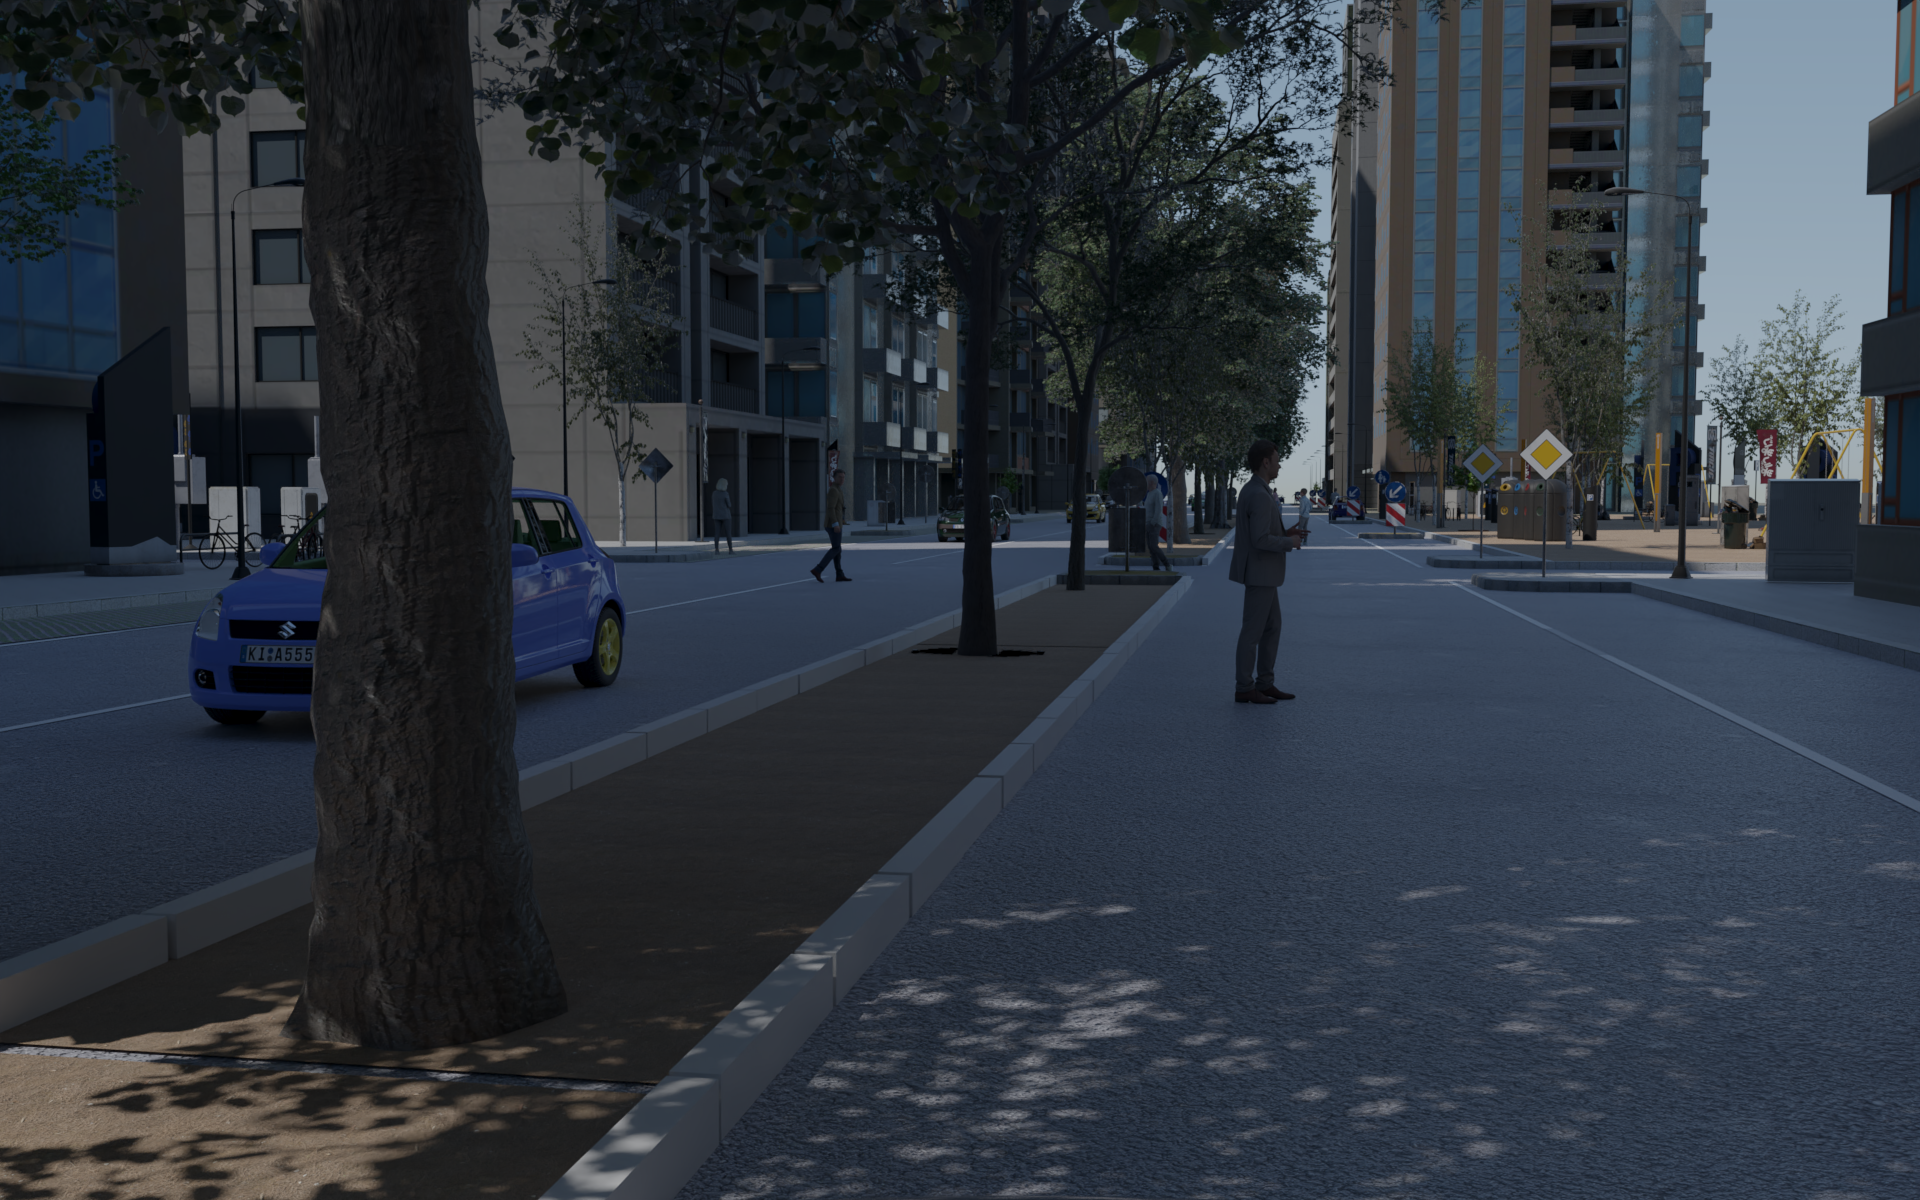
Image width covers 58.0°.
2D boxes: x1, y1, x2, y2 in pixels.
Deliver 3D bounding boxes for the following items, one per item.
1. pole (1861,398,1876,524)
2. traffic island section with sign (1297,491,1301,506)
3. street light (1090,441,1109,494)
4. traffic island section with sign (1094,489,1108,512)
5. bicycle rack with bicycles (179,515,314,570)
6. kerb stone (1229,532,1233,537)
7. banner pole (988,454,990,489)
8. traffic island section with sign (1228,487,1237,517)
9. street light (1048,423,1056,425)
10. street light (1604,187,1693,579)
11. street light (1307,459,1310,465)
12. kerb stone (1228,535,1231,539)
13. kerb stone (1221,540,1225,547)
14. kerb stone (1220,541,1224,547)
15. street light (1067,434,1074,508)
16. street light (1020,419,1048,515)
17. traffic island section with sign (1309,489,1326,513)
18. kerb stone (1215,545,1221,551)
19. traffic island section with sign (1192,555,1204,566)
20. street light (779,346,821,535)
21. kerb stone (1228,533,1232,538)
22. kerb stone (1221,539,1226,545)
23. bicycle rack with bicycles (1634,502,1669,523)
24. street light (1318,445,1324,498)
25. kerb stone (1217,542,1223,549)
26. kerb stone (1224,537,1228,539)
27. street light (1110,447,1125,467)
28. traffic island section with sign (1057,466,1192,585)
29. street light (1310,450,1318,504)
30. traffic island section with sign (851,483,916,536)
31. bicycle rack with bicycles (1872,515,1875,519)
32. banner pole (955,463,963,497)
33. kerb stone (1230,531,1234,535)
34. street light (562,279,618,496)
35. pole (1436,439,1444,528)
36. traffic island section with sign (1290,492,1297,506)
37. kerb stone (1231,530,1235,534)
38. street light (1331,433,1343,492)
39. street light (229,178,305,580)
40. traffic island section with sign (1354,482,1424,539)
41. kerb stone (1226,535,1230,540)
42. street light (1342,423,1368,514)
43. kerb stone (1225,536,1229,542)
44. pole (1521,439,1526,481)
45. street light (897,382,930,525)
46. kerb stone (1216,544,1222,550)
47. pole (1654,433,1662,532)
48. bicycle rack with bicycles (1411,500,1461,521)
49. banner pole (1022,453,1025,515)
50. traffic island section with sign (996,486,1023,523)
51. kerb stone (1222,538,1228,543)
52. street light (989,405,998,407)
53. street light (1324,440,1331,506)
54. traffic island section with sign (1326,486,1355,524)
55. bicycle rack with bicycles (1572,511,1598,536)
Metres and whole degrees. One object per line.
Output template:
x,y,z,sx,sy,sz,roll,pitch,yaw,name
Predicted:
19.360,-2.635,36.931,0.158,3.312,0.155,0,3,0,pole
32.385,-9.237,159.659,1.989,1.847,2.006,1,4,10,traffic island section with sign
11.773,-10.770,148.630,1.470,5.913,1.316,1,4,10,street light
10.902,-7.783,135.885,1.989,1.847,2.006,1,4,10,traffic island section with sign
-11.842,-1.003,29.786,2.852,0.926,2.925,1,4,11,bicycle rack with bicycles
8.413,-1.962,54.367,0.120,0.150,1.000,1,4,10,kerb stone
1.300,-6.477,95.921,0.863,3.779,0.401,-3,4,-37,banner pole
17.135,-6.190,109.335,2.006,1.907,1.989,1,4,10,traffic island section with sign
5.578,-8.623,113.528,1.470,5.913,1.316,1,4,10,street light
10.456,-3.289,26.311,1.470,5.913,1.316,1,4,10,street light
43.303,-14.571,210.783,1.470,5.913,1.316,1,4,10,street light
7.876,-1.778,51.343,0.120,0.150,1.000,1,4,10,kerb stone
6.798,-1.410,45.300,0.120,0.150,1.000,1,4,10,kerb stone
6.619,-1.351,44.293,0.120,0.150,1.000,1,4,10,kerb stone
8.725,-9.722,131.503,1.470,5.913,1.316,1,4,10,street light
4.466,-8.252,107.463,1.470,5.913,1.316,1,4,10,street light
27.611,-7.603,132.932,1.989,1.847,2.006,1,4,10,traffic island section with sign
6.077,-1.163,41.264,0.120,0.150,1.000,1,4,10,kerb stone
3.965,-1.665,35.355,2.006,1.907,1.989,1,4,10,traffic island section with sign
-5.063,-5.027,54.730,1.470,5.913,1.316,1,4,10,street light
8.237,-1.906,53.355,0.120,0.150,1.000,1,4,10,kerb stone
6.977,-1.475,46.306,0.120,0.150,1.000,1,4,10,kerb stone
32.077,-3.985,78.542,2.925,0.926,2.852,0,4,-6,bicycle rack with bicycles
35.209,-11.800,165.468,1.470,5.913,1.316,1,4,10,street light
6.439,-1.285,43.277,0.120,0.150,1.000,1,4,10,kerb stone
7.341,-1.596,48.321,0.120,0.150,1.000,1,4,10,kerb stone
14.821,-11.836,166.055,1.470,5.913,1.316,1,4,10,street light
2.656,-1.219,28.064,2.006,1.907,1.989,1,4,10,traffic island section with sign
40.080,-13.476,192.866,1.470,5.913,1.316,1,4,10,street light
-2.600,-3.145,60.043,1.989,1.847,2.006,1,4,10,traffic island section with sign
31.333,-2.641,56.568,2.925,0.926,2.852,1,4,13,bicycle rack with bicycles
-0.088,-7.480,112.309,0.863,3.779,0.401,-3,5,-43,banner pole
8.594,-2.025,55.377,0.120,0.150,1.000,1,4,10,kerb stone
-8.070,-3.979,37.596,1.470,5.913,1.316,1,4,10,street light
17.931,-4.333,64.682,0.158,3.312,0.155,0,3,0,pole
41.929,-12.517,213.277,1.989,1.847,2.006,1,4,10,traffic island section with sign
8.948,-2.153,57.390,0.120,0.150,1.000,1,4,10,kerb stone
28.991,-9.682,130.844,1.470,5.913,1.316,1,4,10,street light
-10.232,-3.251,25.687,1.470,5.913,1.316,1,4,10,street light
13.921,-2.899,56.024,1.989,1.847,2.006,1,4,10,traffic island section with sign
7.687,-1.721,50.338,0.120,0.150,1.000,1,4,10,kerb stone
26.025,-8.618,113.440,1.470,5.913,1.316,1,4,10,street light
7.517,-1.658,49.331,0.120,0.150,1.000,1,4,10,kerb stone
20.941,-4.316,64.406,0.158,3.312,0.155,0,3,0,pole
-1.929,-6.089,72.091,1.470,5.913,1.316,1,4,10,street light
6.258,-1.228,42.270,0.120,0.150,1.000,1,4,10,kerb stone
23.343,-3.919,57.917,0.158,3.312,0.155,0,3,0,pole
23.047,-4.297,83.631,2.852,0.926,2.925,1,4,16,bicycle rack with bicycles
3.856,-7.060,105.452,0.401,3.779,0.863,0,4,-8,banner pole
2.122,-4.768,86.583,1.989,1.847,2.006,1,4,10,traffic island section with sign
7.166,-1.535,47.314,0.120,0.150,1.000,1,4,10,kerb stone
1.294,-7.206,90.358,1.470,5.913,1.316,1,4,10,street light
32.202,-10.752,148.333,1.470,5.913,1.316,1,4,10,street light
18.773,-4.568,83.310,1.989,1.847,2.006,1,4,10,traffic island section with sign
18.213,-2.457,53.557,2.925,0.926,2.852,0,4,4,bicycle rack with bicycles
